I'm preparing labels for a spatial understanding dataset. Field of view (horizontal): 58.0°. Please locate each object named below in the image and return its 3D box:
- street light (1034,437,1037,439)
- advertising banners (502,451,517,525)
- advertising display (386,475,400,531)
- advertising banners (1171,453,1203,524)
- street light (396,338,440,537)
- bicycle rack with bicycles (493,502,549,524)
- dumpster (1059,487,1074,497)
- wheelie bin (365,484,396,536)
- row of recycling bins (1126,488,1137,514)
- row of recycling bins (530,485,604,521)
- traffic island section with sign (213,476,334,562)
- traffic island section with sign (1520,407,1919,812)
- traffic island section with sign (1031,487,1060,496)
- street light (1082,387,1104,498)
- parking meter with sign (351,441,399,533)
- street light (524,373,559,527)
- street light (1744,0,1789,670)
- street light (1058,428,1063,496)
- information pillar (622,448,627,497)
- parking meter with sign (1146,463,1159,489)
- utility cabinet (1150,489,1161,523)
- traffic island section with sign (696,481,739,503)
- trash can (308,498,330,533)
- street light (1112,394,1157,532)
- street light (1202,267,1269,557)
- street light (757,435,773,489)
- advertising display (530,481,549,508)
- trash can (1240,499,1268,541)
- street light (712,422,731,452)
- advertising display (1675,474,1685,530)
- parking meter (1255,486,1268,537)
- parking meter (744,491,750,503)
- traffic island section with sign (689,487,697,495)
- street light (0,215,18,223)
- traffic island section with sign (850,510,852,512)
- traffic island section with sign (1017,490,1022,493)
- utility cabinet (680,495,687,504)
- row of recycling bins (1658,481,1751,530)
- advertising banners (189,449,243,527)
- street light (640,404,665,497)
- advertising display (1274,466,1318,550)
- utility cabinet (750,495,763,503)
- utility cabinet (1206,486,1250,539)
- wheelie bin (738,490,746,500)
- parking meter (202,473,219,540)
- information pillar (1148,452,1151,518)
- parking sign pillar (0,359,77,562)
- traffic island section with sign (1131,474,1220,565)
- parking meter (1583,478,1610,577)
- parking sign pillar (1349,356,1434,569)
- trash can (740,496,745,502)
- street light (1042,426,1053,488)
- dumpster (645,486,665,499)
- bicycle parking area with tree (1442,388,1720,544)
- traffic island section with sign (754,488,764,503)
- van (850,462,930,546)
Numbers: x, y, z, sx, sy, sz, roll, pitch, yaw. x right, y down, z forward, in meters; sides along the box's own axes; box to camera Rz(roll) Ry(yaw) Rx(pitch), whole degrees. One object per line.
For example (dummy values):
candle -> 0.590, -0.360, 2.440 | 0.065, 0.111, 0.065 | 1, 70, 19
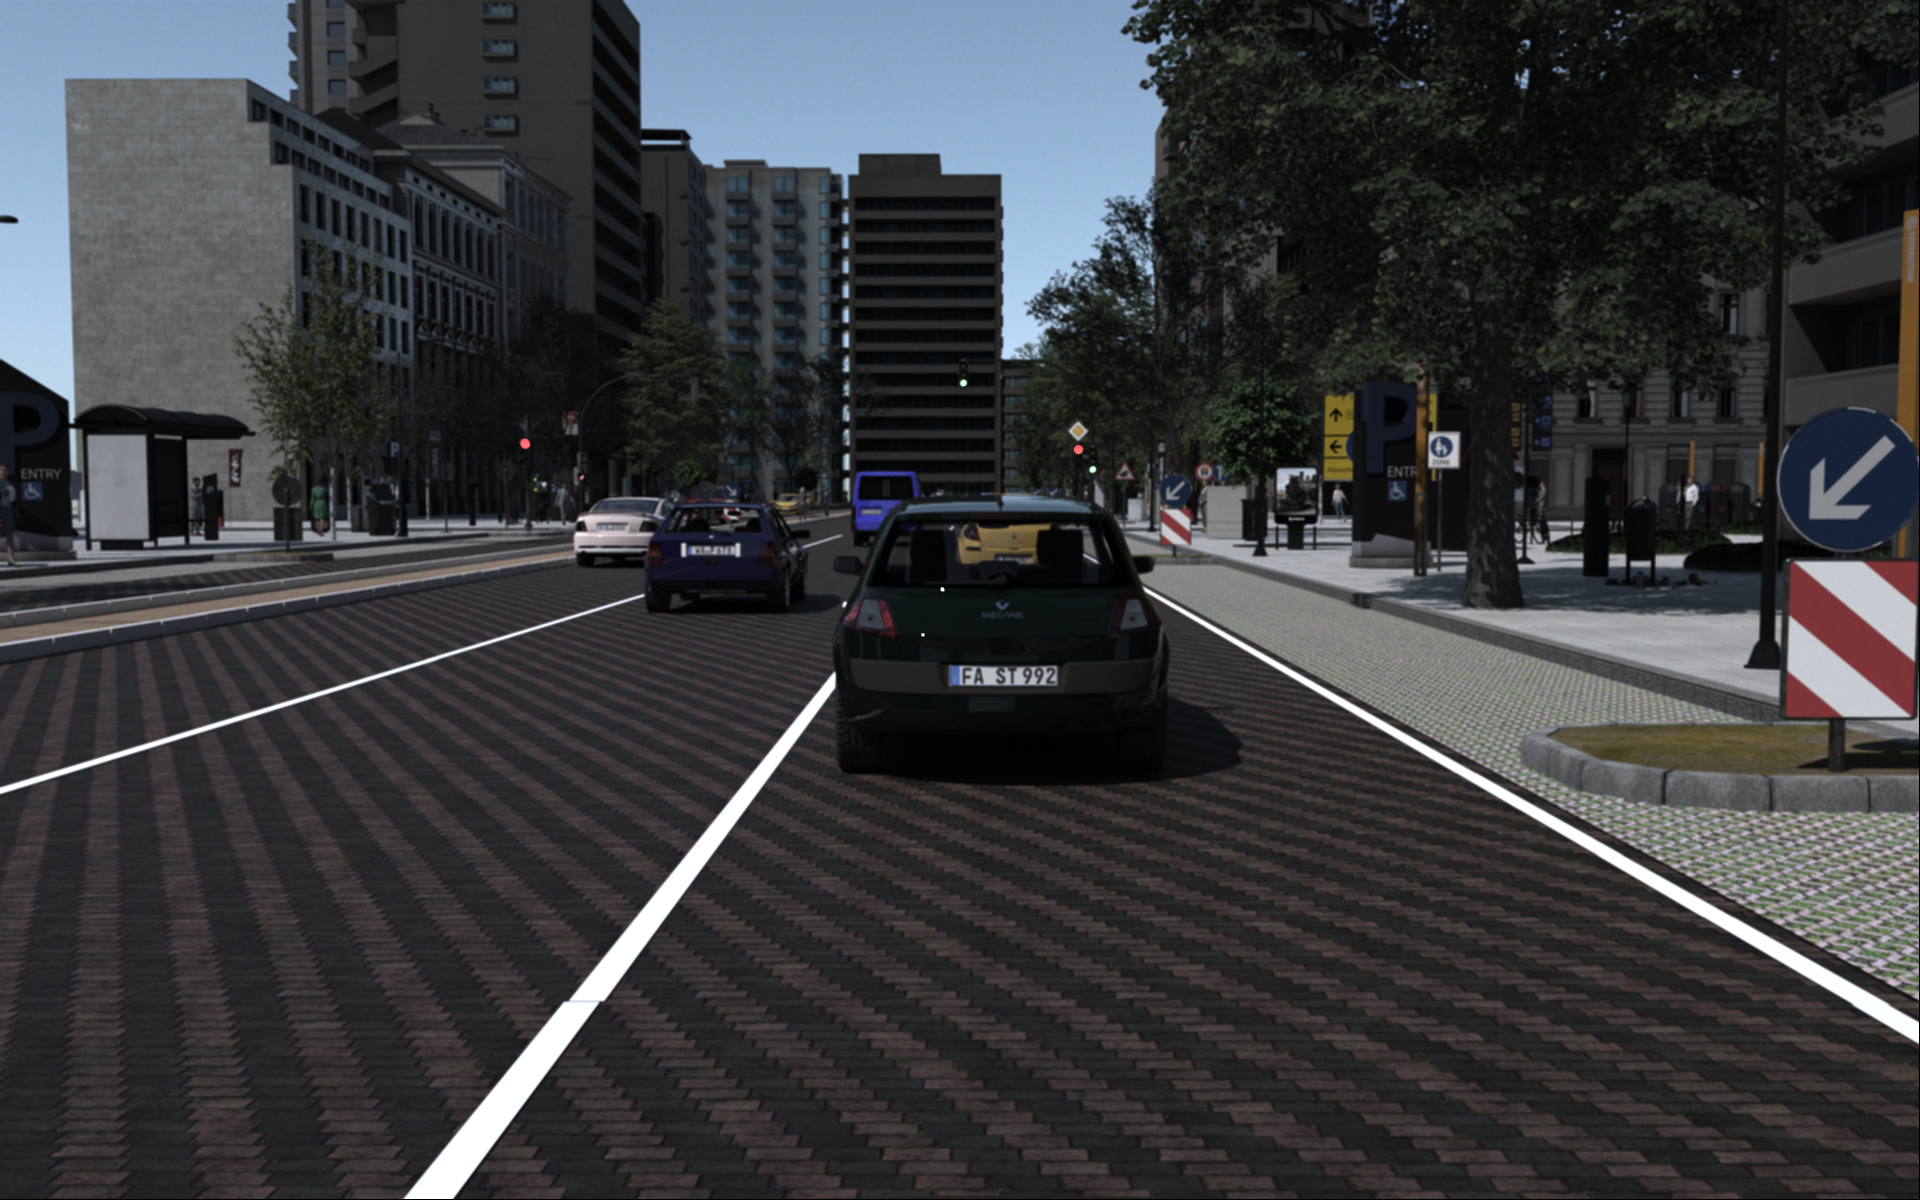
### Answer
street light -> 6.750, -10.343, 141.641 | 1.470, 5.913, 1.316 | 0, 4, 1
advertising banners -> -18.584, -4.600, 71.397 | 0.090, 3.025, 2.074 | 0, 4, -1
advertising display -> -19.506, -3.318, 59.461 | 0.974, 1.923, 0.123 | 3, 4, 37
advertising banners -> 9.942, -4.767, 74.133 | 2.074, 3.025, 0.090 | -1, 4, -19
street light -> -16.151, -4.837, 51.628 | 1.470, 5.913, 1.316 | 0, 4, 1
bicycle rack with bicycles -> -18.916, -3.774, 75.093 | 2.852, 0.926, 2.925 | -1, 4, -13
dumpster -> 8.619, -8.212, 140.022 | 1.264, 1.857, 1.865 | 0, 4, 1
wheelie bin -> -17.828, -2.770, 53.193 | 0.693, 1.594, 0.980 | 3, 5, 39
row of recycling bins -> 10.719, -6.377, 111.372 | 1.069, 1.692, 3.534 | 1, 4, 15
row of recycling bins -> -18.558, -4.559, 81.660 | 3.534, 1.692, 1.069 | 0, 4, -1
traffic island section with sign -> -14.563, -1.736, 37.017 | 1.989, 1.847, 2.006 | 0, 4, 1
traffic island section with sign -> 3.958, -0.003, 8.683 | 1.989, 1.847, 2.006 | 0, 4, 1
traffic island section with sign -> 4.809, -5.067, 91.470 | 1.989, 1.847, 2.006 | 0, 4, 1
street light -> 5.999, -6.195, 73.826 | 1.470, 5.913, 1.316 | 0, 4, 1
parking meter with sign -> -19.515, -3.757, 57.693 | 1.738, 3.016, 0.543 | 1, 4, 20
street light -> -16.094, -5.753, 66.600 | 1.470, 5.913, 1.316 | 0, 4, 1
street light -> 5.419, -2.452, 12.632 | 1.470, 5.913, 1.316 | 0, 4, 1
street light -> 6.333, -7.577, 96.430 | 1.470, 5.913, 1.316 | 0, 4, 1
information pillar -> -16.793, -5.831, 86.696 | 0.183, 3.616, 0.504 | 0, 4, 5
parking meter with sign -> 10.709, -6.069, 95.486 | 0.543, 3.016, 1.738 | 0, 4, -7
utility cabinet -> 8.521, -4.084, 75.450 | 0.318, 1.500, 1.173 | 0, 4, -2
traffic island section with sign -> -8.752, -3.112, 59.017 | 2.006, 1.907, 1.989 | 0, 4, 1
trash can -> -21.285, -2.812, 57.632 | 0.748, 1.137, 0.748 | 0, 3, 0
street light -> 5.921, -5.237, 58.168 | 1.470, 5.913, 1.316 | 0, 4, 1
street light -> 5.650, -3.855, 35.563 | 1.470, 5.913, 1.316 | 0, 4, 1
street light -> -15.307, -9.949, 135.203 | 1.470, 5.913, 1.316 | 0, 4, 1
advertising display -> -21.005, -4.969, 86.453 | 0.974, 1.923, 0.123 | 1, 4, 12
trash can -> 8.036, -2.187, 47.418 | 0.748, 1.137, 0.748 | 0, 3, 0
street light -> -15.540, -8.556, 112.437 | 1.470, 5.913, 1.316 | 0, 4, 1
advertising display -> 22.962, -3.060, 55.244 | 0.123, 1.923, 0.974 | 1, 4, 14
parking meter -> 8.996, -2.649, 51.720 | 0.372, 1.533, 0.369 | 0, 3, 0
parking meter -> -15.539, -7.212, 126.332 | 0.372, 1.533, 0.369 | 0, 3, 0
traffic island section with sign -> -14.005, -5.069, 91.503 | 1.989, 1.847, 2.006 | 0, 4, 1
street light -> -16.400, -3.455, 29.023 | 1.470, 5.913, 1.316 | 0, 4, 1
traffic island section with sign -> -7.902, -8.160, 141.558 | 2.006, 1.907, 1.989 | 0, 4, 1
traffic island section with sign -> 5.099, -6.742, 118.851 | 1.989, 1.847, 2.006 | 0, 4, 1
utility cabinet -> -19.170, -6.606, 119.175 | 0.306, 1.237, 1.020 | 2, 4, 26
row of recycling bins -> 24.643, -3.077, 57.414 | 3.534, 1.692, 1.069 | -1, 4, -21
advertising banners -> -28.840, -4.337, 67.100 | 2.074, 3.025, 0.090 | -1, 4, -12
street light -> -15.879, -7.135, 89.206 | 1.470, 5.913, 1.316 | 0, 4, 1
advertising display -> 7.718, -2.114, 39.778 | 0.974, 1.923, 0.123 | 1, 4, 12
utility cabinet -> -16.715, -8.031, 142.471 | 1.020, 1.237, 0.306 | 0, 4, 3
utility cabinet -> 7.600, -2.472, 49.095 | 1.173, 1.500, 0.318 | 2, 4, 28
wheelie bin -> -17.810, -8.145, 141.073 | 0.980, 1.594, 0.693 | 0, 4, 0
parking meter -> -20.785, -2.586, 47.991 | 0.399, 1.863, 0.255 | -2, 4, -25
information pillar -> 10.244, -6.227, 93.163 | 0.183, 3.616, 0.504 | 1, 4, 11
parking sign pillar -> -17.877, -2.746, 33.362 | 1.447, 3.967, 1.447 | -1, 4, -23
traffic island section with sign -> 4.235, -1.652, 35.637 | 1.989, 1.847, 2.006 | 0, 4, 1
parking meter -> 9.923, -1.136, 26.989 | 0.372, 1.533, 0.369 | 0, 3, 0
parking sign pillar -> 7.557, -2.555, 30.252 | 1.447, 3.967, 1.447 | -1, 4, -10
trash can -> -17.072, -7.660, 136.889 | 0.748, 1.137, 0.748 | 0, 3, 0
street light -> 6.504, -8.960, 119.036 | 1.470, 5.913, 1.316 | 0, 4, 1
dumpster -> -20.380, -6.685, 115.050 | 1.264, 1.857, 1.865 | 0, 4, 1
bicycle parking area with tree -> 15.859, -3.707, 47.605 | 8.231, 4.147, 9.016 | 0, 4, 4
traffic island section with sign -> -13.733, -6.717, 118.457 | 1.989, 1.847, 2.006 | 0, 4, 1
van -> -1.993, -2.740, 49.188 | 2.240, 2.365, 5.245 | 0, 3, 0
